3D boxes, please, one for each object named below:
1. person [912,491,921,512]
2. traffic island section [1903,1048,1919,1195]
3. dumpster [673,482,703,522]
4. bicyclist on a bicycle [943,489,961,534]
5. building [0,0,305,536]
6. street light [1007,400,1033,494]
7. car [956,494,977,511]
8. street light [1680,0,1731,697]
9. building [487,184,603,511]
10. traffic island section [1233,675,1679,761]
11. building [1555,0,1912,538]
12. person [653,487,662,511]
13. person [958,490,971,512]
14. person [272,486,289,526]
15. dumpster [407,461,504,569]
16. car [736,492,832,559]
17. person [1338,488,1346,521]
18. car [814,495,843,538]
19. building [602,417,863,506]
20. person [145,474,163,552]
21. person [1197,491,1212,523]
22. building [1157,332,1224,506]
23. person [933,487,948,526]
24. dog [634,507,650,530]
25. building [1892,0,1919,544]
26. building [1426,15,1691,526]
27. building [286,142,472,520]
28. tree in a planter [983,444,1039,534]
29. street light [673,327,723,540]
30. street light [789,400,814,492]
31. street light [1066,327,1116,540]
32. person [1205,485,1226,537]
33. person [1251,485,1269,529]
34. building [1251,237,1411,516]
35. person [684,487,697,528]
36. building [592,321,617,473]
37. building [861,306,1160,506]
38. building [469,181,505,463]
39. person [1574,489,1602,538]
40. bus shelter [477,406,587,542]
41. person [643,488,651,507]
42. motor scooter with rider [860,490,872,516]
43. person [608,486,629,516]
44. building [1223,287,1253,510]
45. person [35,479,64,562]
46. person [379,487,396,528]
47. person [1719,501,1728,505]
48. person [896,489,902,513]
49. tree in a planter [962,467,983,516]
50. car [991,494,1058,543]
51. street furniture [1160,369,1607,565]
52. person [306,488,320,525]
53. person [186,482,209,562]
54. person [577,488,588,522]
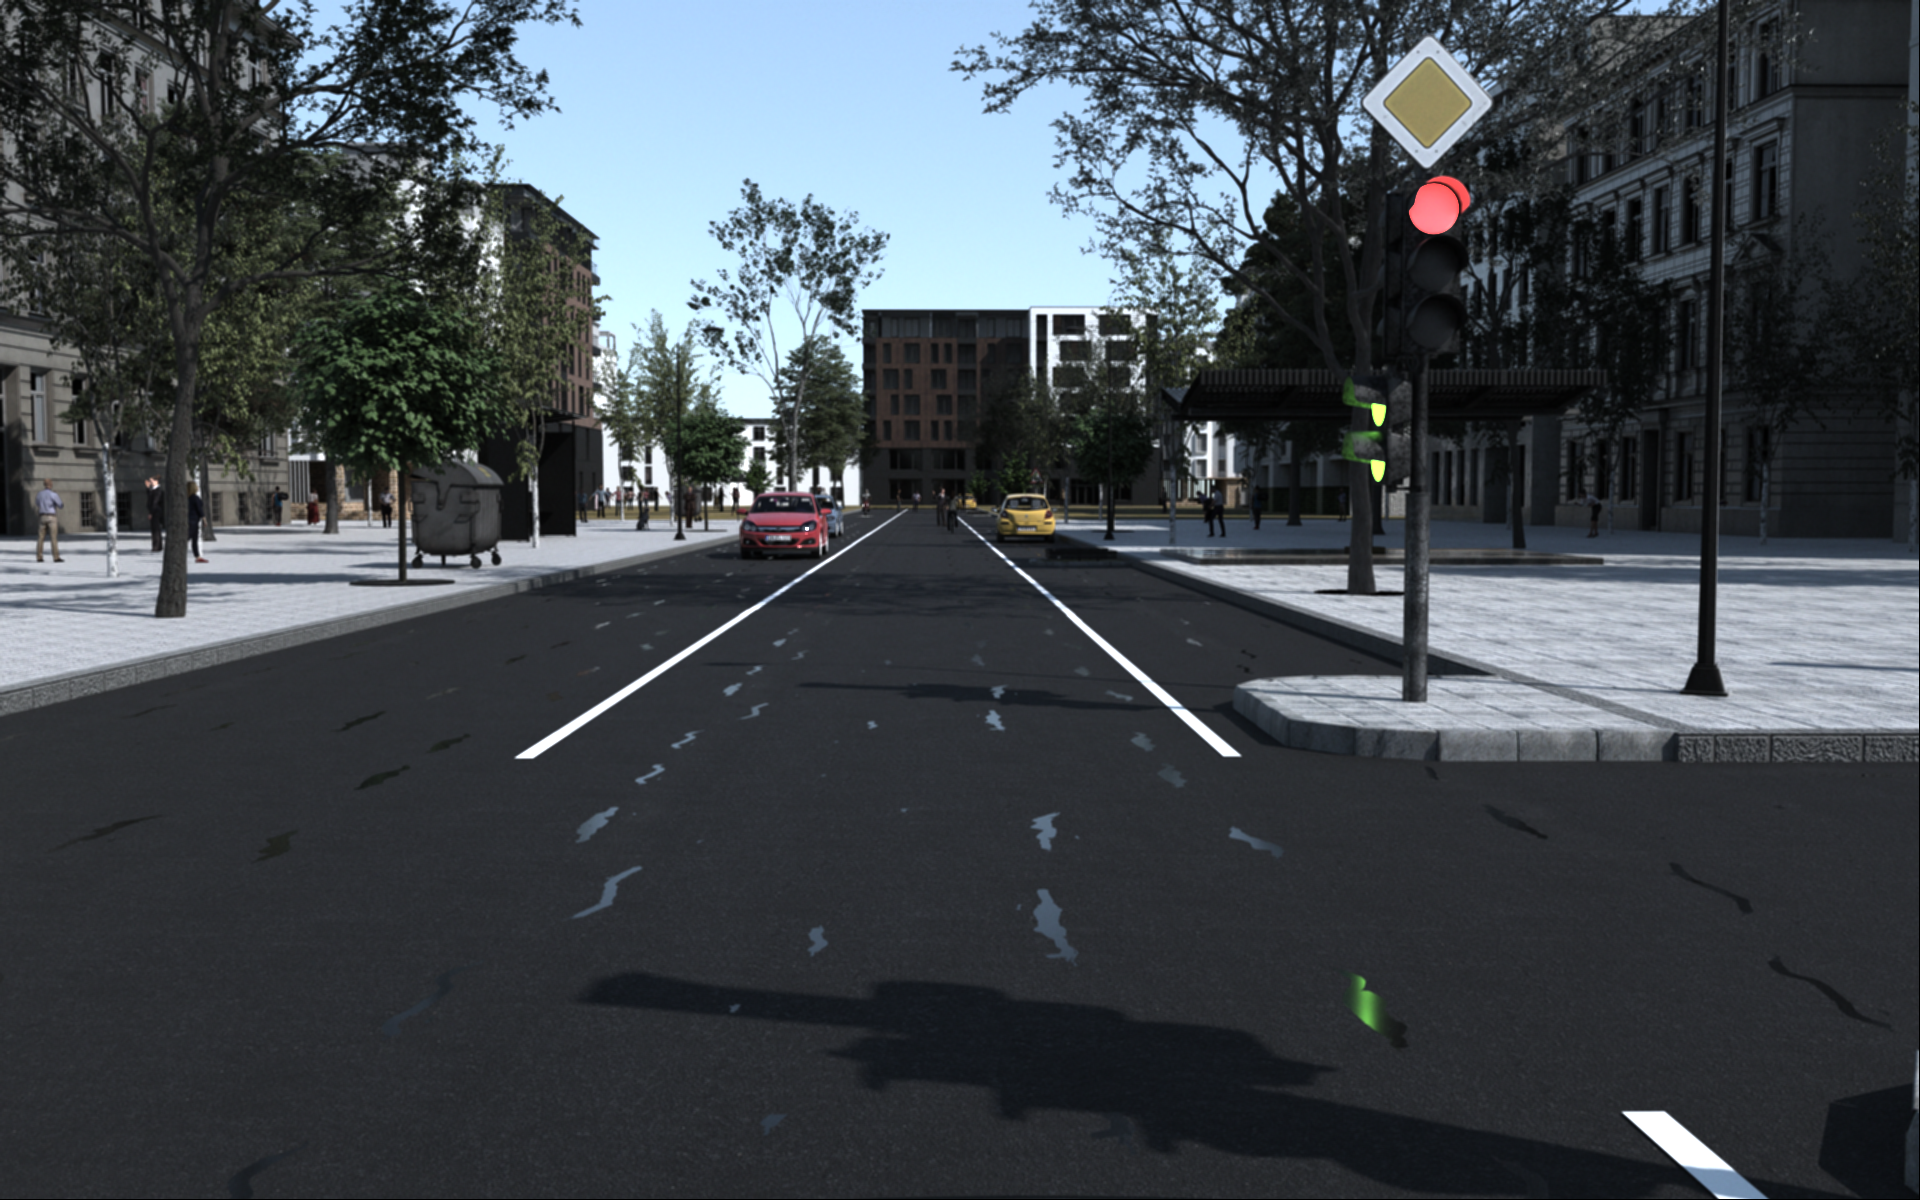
[{"bbox_3d":[-3.417,-7.747,136.107,0.756,1.711,0.436,-1,4,-11],"label":"person"},{"bbox_3d":[2.974,1.194,2.752,2.009,0.180,2.903,0,4,-1],"label":"traffic island section"},{"bbox_3d":[-12.652,-4.556,80.249,1.264,1.857,1.865,0,4,-1],"label":"dumpster"},{"bbox_3d":[-0.287,-3.253,63.212,1.499,1.676,1.625,0,4,-1],"label":"bicyclist on a bicycle"},{"bbox_3d":[-36.077,-13.879,60.209,16.112,22.955,30.059,0,4,-1],"label":"building"},{"bbox_3d":[3.043,-6.926,85.783,1.470,5.913,1.316,0,4,-1],"label":"street light"},{"bbox_3d":[0.434,-8.377,147.186,2.015,1.641,3.980,0,4,-3],"label":"car"},{"bbox_3d":[4.251,-2.349,10.951,1.470,5.913,1.316,0,4,-1],"label":"street light"},{"bbox_3d":[-44.812,-17.372,128.001,32.646,21.610,27.936,0,4,-1],"label":"building"},{"bbox_3d":[2.840,0.706,10.736,2.009,0.180,2.903,0,4,-1],"label":"traffic island section"},{"bbox_3d":[28.419,-11.892,59.059,10.561,19.102,19.286,0,4,-1],"label":"building"},{"bbox_3d":[-22.560,-7.515,128.929,0.705,1.822,1.348,-3,4,-37],"label":"person"},{"bbox_3d":[0.293,-7.772,136.295,1.217,1.735,0.721,1,4,22],"label":"person"},{"bbox_3d":[-27.345,-3.773,69.605,0.662,1.594,0.647,3,5,41],"label":"person"},{"bbox_3d":[-8.822,-1.503,30.336,1.264,1.857,1.865,0,4,-1],"label":"dumpster"},{"bbox_3d":[-3.995,-1.872,39.651,2.155,1.783,4.494,0,4,-1],"label":"car"},{"bbox_3d":[17.941,-4.480,81.354,0.319,1.574,0.516,-1,4,-17],"label":"person"},{"bbox_3d":[-4.877,-2.809,57.936,2.014,1.417,4.499,0,4,-1],"label":"car"},{"bbox_3d":[-24.946,-15.324,192.694,28.070,9.664,9.099,0,4,-1],"label":"building"},{"bbox_3d":[-18.083,-1.947,38.686,0.742,1.727,0.445,2,4,33],"label":"person"},{"bbox_3d":[10.972,-4.199,77.922,0.697,1.427,0.421,2,4,28],"label":"person"},{"bbox_3d":[27.672,-20.795,196.417,11.380,20.091,16.016,0,4,-1],"label":"building"},{"bbox_3d":[-0.867,-4.100,76.334,0.445,1.727,0.742,3,4,36],"label":"person"},{"bbox_3d":[-11.496,-2.922,62.153,0.800,0.831,0.513,-1,4,-16],"label":"dog"},{"bbox_3d":[46.133,-15.951,37.208,44.131,29.872,17.030,0,4,-1],"label":"building"},{"bbox_3d":[28.160,-13.654,77.993,10.420,20.320,16.860,0,4,-1],"label":"building"},{"bbox_3d":[-35.554,-14.364,91.264,16.016,20.091,11.380,0,4,-1],"label":"building"},{"bbox_3d":[1.961,-3.977,62.242,1.991,3.239,1.994,0,4,-1],"label":"tree in a planter"},{"bbox_3d":[-7.300,-4.634,48.305,1.470,5.913,1.316,0,4,-1],"label":"street light"},{"bbox_3d":[-7.878,-6.908,85.491,1.470,5.913,1.316,0,4,-1],"label":"street light"},{"bbox_3d":[3.637,-4.635,48.325,1.470,5.913,1.316,0,4,-1],"label":"street light"},{"bbox_3d":[7.646,-2.666,51.850,0.590,1.554,0.614,2,4,25],"label":"person"},{"bbox_3d":[10.870,-3.369,63.001,0.647,1.594,0.662,-1,4,-17],"label":"person"},{"bbox_3d":[30.910,-15.286,116.382,16.747,18.905,31.486,0,4,-1],"label":"building"},{"bbox_3d":[-10.161,-3.486,65.315,0.482,1.546,0.388,-1,4,-21],"label":"person"},{"bbox_3d":[-45.521,-20.725,195.268,11.380,20.091,16.016,0,4,-1],"label":"building"},{"bbox_3d":[5.246,-21.925,202.442,32.646,21.610,27.936,0,4,-1],"label":"building"},{"bbox_3d":[-35.594,-15.058,102.623,16.016,20.091,11.380,0,4,-1],"label":"building"},{"bbox_3d":[18.488,-2.551,50.940,0.628,1.438,0.799,3,4,39],"label":"person"},{"bbox_3d":[-12.050,-3.541,49.171,1.731,3.624,6.357,0,4,-1],"label":"bus shelter"},{"bbox_3d":[-25.487,-8.165,140.258,0.721,1.743,1.217,2,4,34],"label":"person"},{"bbox_3d":[-6.349,-6.572,116.418,0.876,1.779,1.986,0,4,-1],"label":"motor scooter with rider"},{"bbox_3d":[-19.790,-5.728,100.417,1.217,1.743,0.721,-1,4,-14],"label":"person"},{"bbox_3d":[30.204,-17.220,137.970,16.016,20.091,11.380,0,4,-1],"label":"building"},{"bbox_3d":[-17.196,-1.502,32.669,0.516,1.574,0.319,0,4,6],"label":"person"},{"bbox_3d":[-21.798,-3.529,65.955,0.614,1.554,0.590,-1,4,-15],"label":"person"},{"bbox_3d":[20.946,-2.427,48.099,0.546,1.535,0.453,-2,4,-26],"label":"person"},{"bbox_3d":[-4.643,-7.584,132.514,0.705,1.822,1.348,0,4,7],"label":"person"},{"bbox_3d":[1.122,-7.047,112.447,1.991,3.239,1.994,0,4,-1],"label":"tree in a planter"},{"bbox_3d":[1.945,-2.554,51.989,2.015,1.641,3.980,0,4,1],"label":"car"},{"bbox_3d":[7.958,-2.559,33.952,7.346,3.524,5.398,0,4,-1],"label":"street furniture"},{"bbox_3d":[-27.131,-3.919,72.585,0.523,1.526,0.387,0,4,-6],"label":"person"},{"bbox_3d":[-14.345,-1.448,32.255,0.480,1.512,0.613,2,4,27],"label":"person"},{"bbox_3d":[-16.995,-4.270,78.075,0.499,1.552,0.429,-1,4,-9],"label":"person"}]
